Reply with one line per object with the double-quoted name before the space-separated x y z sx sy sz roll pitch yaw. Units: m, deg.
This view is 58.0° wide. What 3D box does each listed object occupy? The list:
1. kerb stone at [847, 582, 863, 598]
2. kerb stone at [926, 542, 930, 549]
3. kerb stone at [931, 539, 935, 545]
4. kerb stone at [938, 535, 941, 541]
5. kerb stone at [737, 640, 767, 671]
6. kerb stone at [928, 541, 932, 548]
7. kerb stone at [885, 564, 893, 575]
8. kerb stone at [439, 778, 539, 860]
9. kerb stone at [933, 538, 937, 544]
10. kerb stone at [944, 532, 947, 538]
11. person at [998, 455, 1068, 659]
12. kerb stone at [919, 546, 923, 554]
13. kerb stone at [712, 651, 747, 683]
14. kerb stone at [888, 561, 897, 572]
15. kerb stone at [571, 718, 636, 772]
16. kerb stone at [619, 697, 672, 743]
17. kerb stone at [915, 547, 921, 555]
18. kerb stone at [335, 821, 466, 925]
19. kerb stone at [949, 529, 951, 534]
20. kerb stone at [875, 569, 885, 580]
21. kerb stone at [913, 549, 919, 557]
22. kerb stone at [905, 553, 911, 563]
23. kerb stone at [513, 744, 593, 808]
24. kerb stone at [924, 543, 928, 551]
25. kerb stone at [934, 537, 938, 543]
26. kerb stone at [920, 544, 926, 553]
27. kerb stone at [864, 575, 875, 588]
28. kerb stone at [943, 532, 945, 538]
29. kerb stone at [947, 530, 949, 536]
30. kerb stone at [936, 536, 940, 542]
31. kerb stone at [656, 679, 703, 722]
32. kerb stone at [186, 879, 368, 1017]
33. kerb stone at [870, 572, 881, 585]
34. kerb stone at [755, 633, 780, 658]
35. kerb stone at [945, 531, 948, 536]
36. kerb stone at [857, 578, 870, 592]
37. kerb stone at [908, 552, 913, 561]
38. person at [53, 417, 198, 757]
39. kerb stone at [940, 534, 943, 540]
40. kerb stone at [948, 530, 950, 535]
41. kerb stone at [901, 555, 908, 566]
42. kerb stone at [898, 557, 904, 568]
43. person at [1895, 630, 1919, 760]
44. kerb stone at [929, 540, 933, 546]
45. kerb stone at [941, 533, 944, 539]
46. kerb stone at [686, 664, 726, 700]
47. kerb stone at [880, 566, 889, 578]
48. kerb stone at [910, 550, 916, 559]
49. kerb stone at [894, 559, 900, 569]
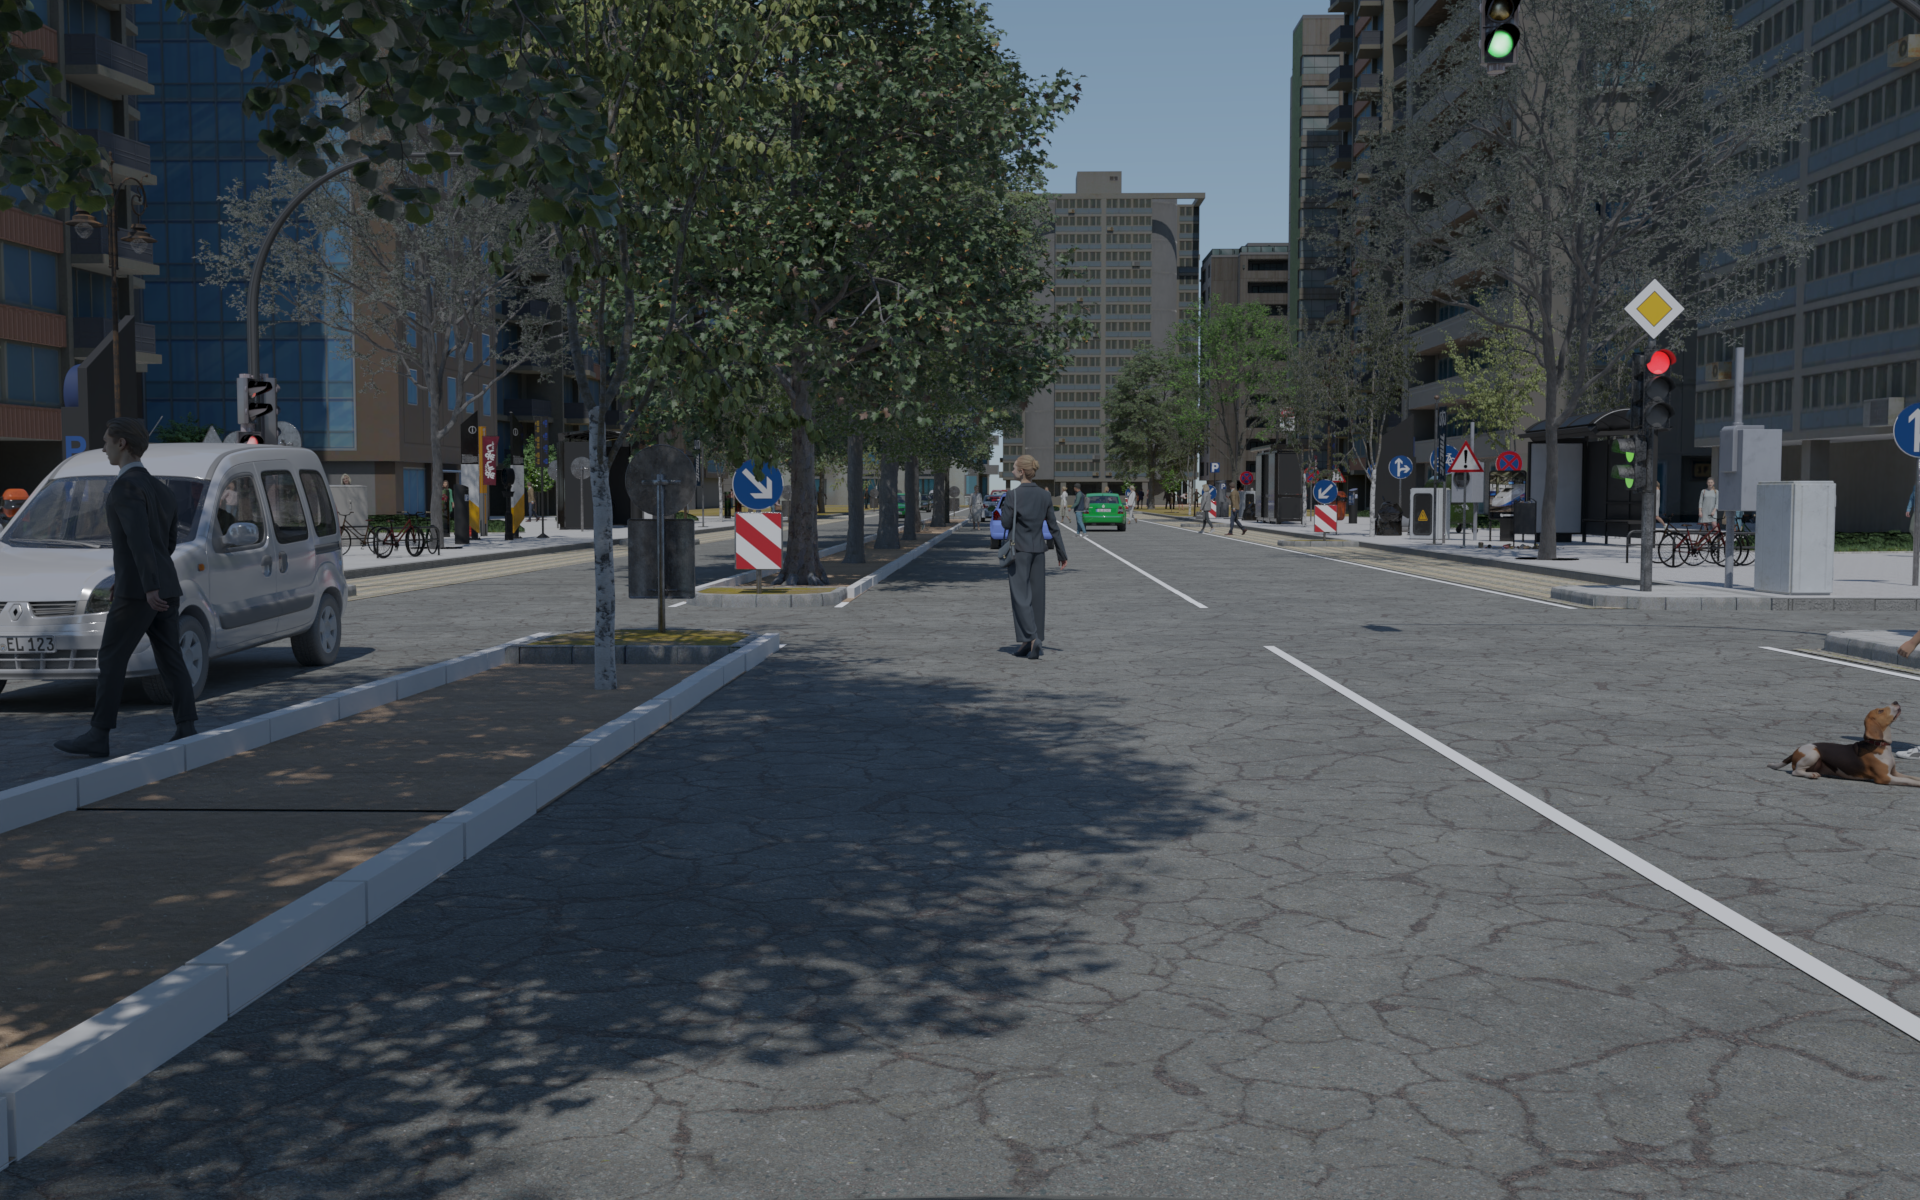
"kerb stone" -1.491 -0.118 24.189 0.120 0.150 1.000 0 4 2
"kerb stone" -0.912 -1.313 43.663 0.120 0.150 1.000 0 4 2
"kerb stone" -0.816 -1.502 46.752 0.120 0.150 1.000 0 4 2
"kerb stone" -0.706 -1.752 50.844 0.120 0.150 1.000 0 4 2
"kerb stone" -1.765 0.475 14.443 0.120 0.150 1.000 0 4 2
"kerb stone" -0.880 -1.376 44.695 0.120 0.150 1.000 0 4 2
"kerb stone" -1.310 -0.497 30.324 0.120 0.150 1.000 0 4 2
"kerb stone" -1.978 0.915 7.281 0.120 0.150 1.000 0 4 2
"kerb stone" -0.798 -1.564 47.775 0.120 0.150 1.000 0 4 2
"kerb stone" -0.580 -1.997 54.955 0.120 0.150 1.000 0 4 2
"person" 0.634 -0.381 15.156 0.534 1.772 0.576 3 5 40
"kerb stone" -1.004 -1.124 40.588 0.120 0.150 1.000 0 4 2
"kerb stone" -1.807 0.537 13.422 0.120 0.150 1.000 0 4 2
"kerb stone" -1.279 -0.560 31.353 0.120 0.150 1.000 0 4 2
"kerb stone" -1.925 0.787 9.330 0.120 0.150 1.000 0 4 2
"kerb stone" -1.896 0.730 10.353 0.120 0.150 1.000 0 4 2
"kerb stone" -1.036 -1.062 39.566 0.120 0.150 1.000 0 4 2
"kerb stone" -2.013 0.976 6.258 0.120 0.150 1.000 0 4 2
"kerb stone" -0.464 -2.255 59.064 0.120 0.150 1.000 0 4 2
"kerb stone" -1.369 -0.366 28.280 0.120 0.150 1.000 0 4 2
"kerb stone" -1.059 -0.998 38.544 0.120 0.150 1.000 0 4 2
"kerb stone" -1.154 -0.811 35.458 0.120 0.150 1.000 0 4 2
"kerb stone" -1.954 0.852 8.309 0.120 0.150 1.000 0 4 2
"kerb stone" -0.944 -1.251 42.642 0.120 0.150 1.000 0 4 2
"kerb stone" -0.758 -1.627 48.800 0.120 0.150 1.000 0 4 2
"kerb stone" -0.972 -1.188 41.616 0.120 0.150 1.000 0 4 2
"kerb stone" -1.425 -0.247 26.236 0.120 0.150 1.000 0 4 2
"kerb stone" -0.612 -1.937 53.934 0.120 0.150 1.000 0 4 2
"kerb stone" -0.523 -2.125 57.003 0.120 0.150 1.000 0 4 2
"kerb stone" -0.730 -1.690 49.822 0.120 0.150 1.000 0 4 2
"kerb stone" -1.855 0.662 11.373 0.120 0.150 1.000 0 4 2
"kerb stone" -2.044 1.037 5.236 0.120 0.150 1.000 0 4 2
"kerb stone" -1.387 -0.310 27.258 0.120 0.150 1.000 0 4 2
"kerb stone" -1.739 0.411 15.473 0.120 0.150 1.000 0 4 2
"kerb stone" -0.552 -2.065 55.981 0.120 0.150 1.000 0 4 2
"kerb stone" -1.454 -0.184 25.210 0.120 0.150 1.000 0 4 2
"kerb stone" -1.125 -0.874 36.480 0.120 0.150 1.000 0 4 2
"person" -4.556 -0.073 9.479 0.755 1.850 0.659 0 4 2
"kerb stone" -0.673 -1.815 51.879 0.120 0.150 1.000 0 4 2
"kerb stone" -0.490 -2.192 58.033 0.120 0.150 1.000 0 4 2
"kerb stone" -1.182 -0.746 34.432 0.120 0.150 1.000 0 4 2
"kerb stone" -1.212 -0.684 33.410 0.120 0.150 1.000 0 4 2
"person" 5.332 0.216 9.219 0.590 1.304 0.306 3 4 36
"kerb stone" -0.852 -1.439 45.720 0.120 0.150 1.000 0 4 2
"kerb stone" -0.643 -1.878 52.908 0.120 0.150 1.000 0 4 2
"kerb stone" -1.838 0.599 12.395 0.120 0.150 1.000 0 4 2
"kerb stone" -1.334 -0.435 29.302 0.120 0.150 1.000 0 4 2
"kerb stone" -1.099 -0.936 37.509 0.120 0.150 1.000 0 4 2
"kerb stone" -1.254 -0.620 32.380 0.120 0.150 1.000 0 4 2
